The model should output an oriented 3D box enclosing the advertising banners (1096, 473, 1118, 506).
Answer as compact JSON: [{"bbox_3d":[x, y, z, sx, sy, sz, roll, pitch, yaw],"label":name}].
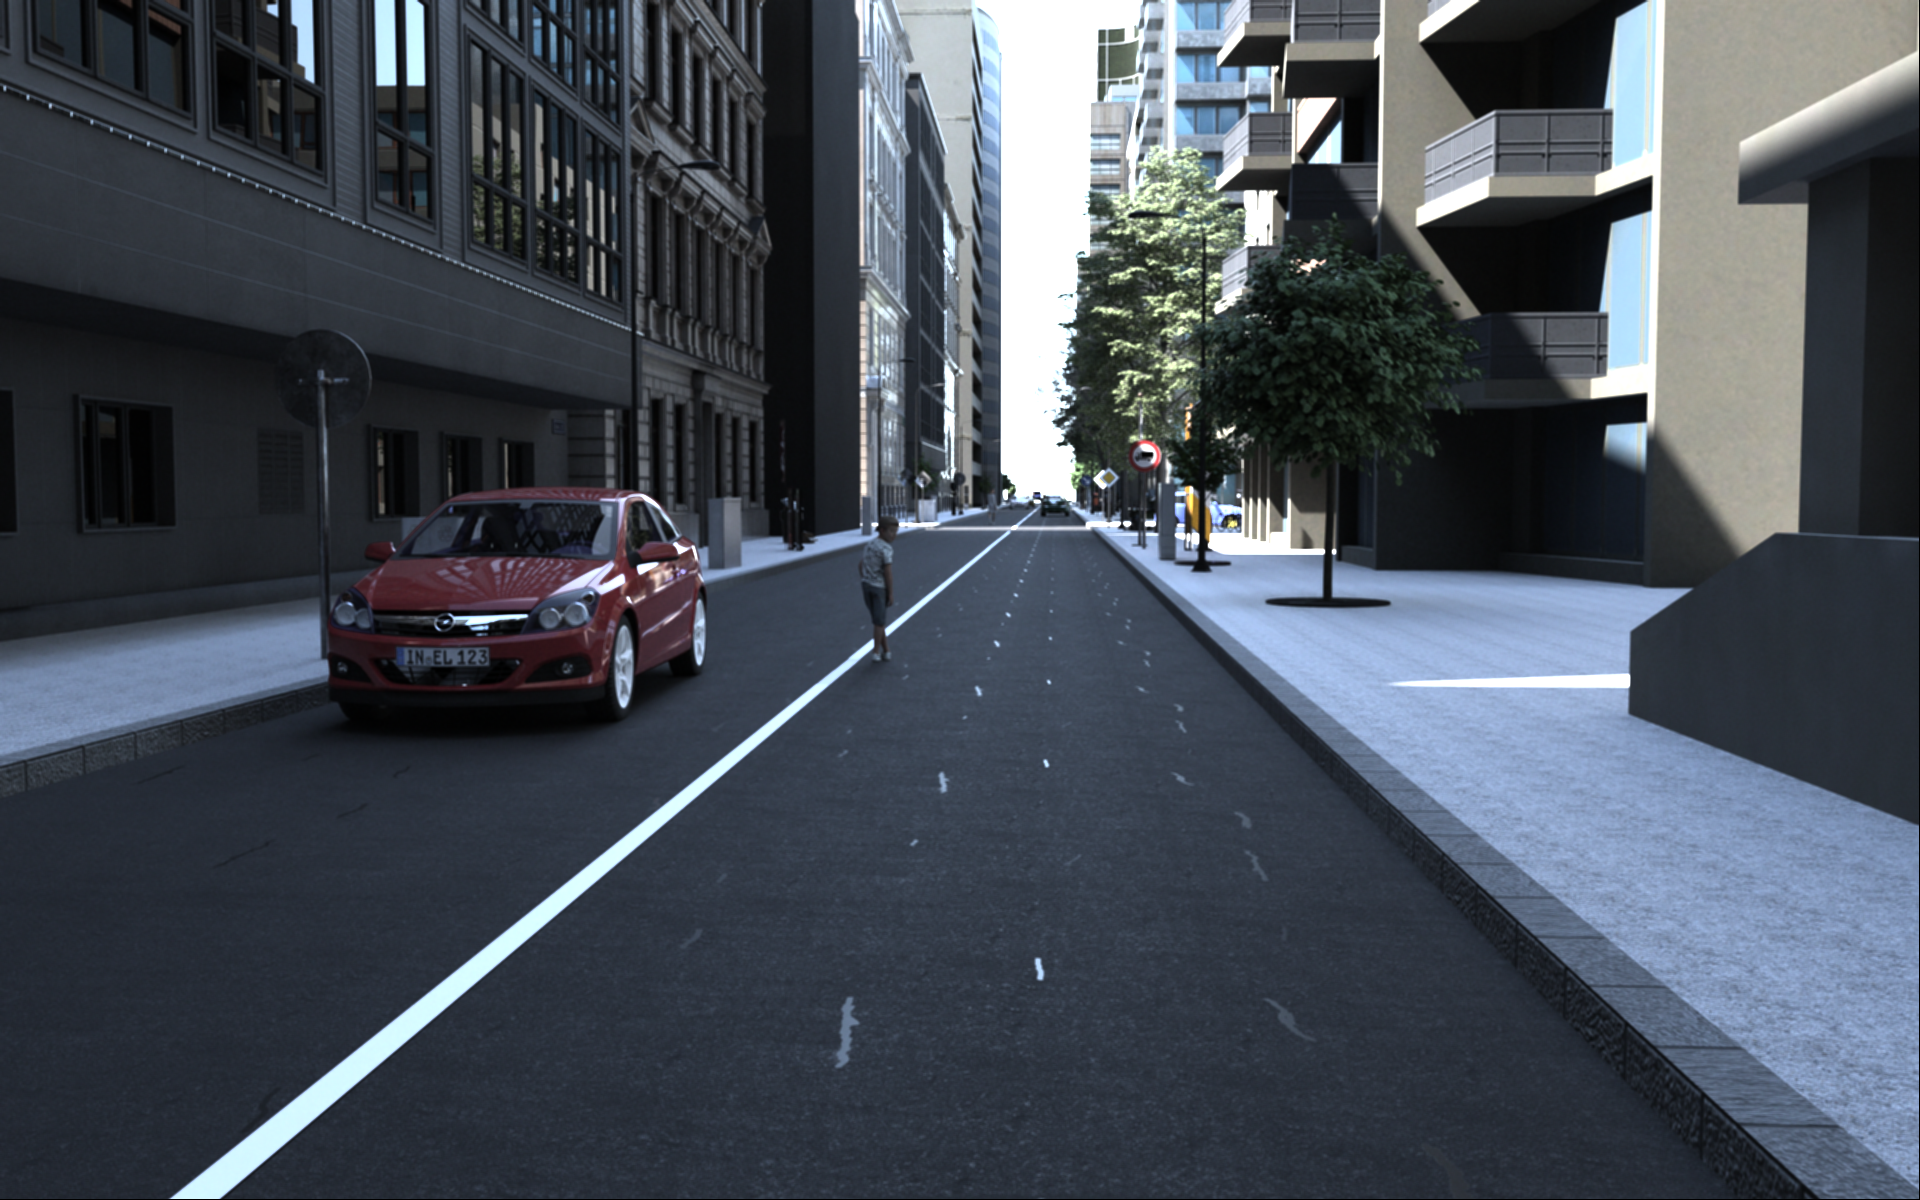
[{"bbox_3d":[12.004,-8.852,140.916,2.074,3.025,0.090,-1,4,-19],"label":"advertising banners"}]

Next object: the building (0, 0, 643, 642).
[{"bbox_3d":[-13.360,-13.834,19.687,14.314,27.812,24.014,0,4,3],"label":"building"}]

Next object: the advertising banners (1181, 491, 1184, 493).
[{"bbox_3d":[13.587,-6.659,105.066,0.090,3.025,2.074,0,4,-1],"label":"advertising banners"}]

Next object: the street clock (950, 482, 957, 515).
[{"bbox_3d":[-0.373,-6.114,104.527,0.358,2.002,0.471,2,4,31],"label":"street clock"}]

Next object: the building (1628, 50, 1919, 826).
[{"bbox_3d":[19.600,-18.911,1.074,32.217,40.220,23.993,0,4,3],"label":"building"}]

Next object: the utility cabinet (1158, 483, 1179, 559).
[{"bbox_3d":[4.101,-1.563,34.227,0.318,1.500,1.173,0,4,4],"label":"utility cabinet"}]

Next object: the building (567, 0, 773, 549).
[{"bbox_3d":[-10.792,-10.815,41.454,10.561,19.102,19.286,0,4,3],"label":"building"}]

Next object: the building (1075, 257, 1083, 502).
[{"bbox_3d":[26.942,-37.607,298.463,14.154,41.232,14.086,0,4,3],"label":"building"}]

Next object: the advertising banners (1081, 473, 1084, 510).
[{"bbox_3d":[9.936,-8.817,140.338,0.090,3.025,2.074,1,4,10],"label":"advertising banners"}]

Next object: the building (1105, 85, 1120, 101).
[{"bbox_3d":[26.858,-35.805,205.017,23.786,49.044,30.456,0,4,3],"label":"building"}]

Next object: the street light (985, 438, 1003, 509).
[{"bbox_3d":[2.774,-10.812,149.325,1.470,5.913,1.316,0,4,3],"label":"street light"}]

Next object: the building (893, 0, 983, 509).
[{"bbox_3d":[-9.031,-32.713,158.556,21.300,48.544,21.600,0,4,3],"label":"building"}]

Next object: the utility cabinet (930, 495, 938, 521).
[{"bbox_3d":[-1.242,-4.363,82.500,0.306,1.237,1.020,0,4,-5],"label":"utility cabinet"}]

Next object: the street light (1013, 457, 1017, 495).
[{"bbox_3d":[6.515,-15.079,219.080,1.470,5.913,1.316,0,4,3],"label":"street light"}]

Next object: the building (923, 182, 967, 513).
[{"bbox_3d":[-6.353,-20.415,131.044,12.463,27.353,25.104,0,4,3],"label":"building"}]

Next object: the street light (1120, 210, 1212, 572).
[{"bbox_3d":[3.456,-3.423,28.511,1.470,5.913,1.316,0,4,3],"label":"street light"}]

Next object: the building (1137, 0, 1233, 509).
[{"bbox_3d":[24.791,-31.258,130.669,23.786,49.044,30.456,0,4,3],"label":"building"}]

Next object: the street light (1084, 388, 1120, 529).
[{"bbox_3d":[5.408,-5.560,63.441,1.470,5.913,1.316,0,4,3],"label":"street light"}]

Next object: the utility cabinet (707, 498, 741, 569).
[{"bbox_3d":[-4.093,-1.159,30.105,0.306,1.237,1.020,1,4,10],"label":"utility cabinet"}]

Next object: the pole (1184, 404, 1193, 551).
[{"bbox_3d":[5.194,-2.779,39.281,0.158,3.312,0.155,0,3,0],"label":"pole"}]

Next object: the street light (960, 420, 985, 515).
[{"bbox_3d":[0.628,-8.304,108.306,1.470,5.913,1.316,0,4,3],"label":"street light"}]

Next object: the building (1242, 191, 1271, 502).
[{"bbox_3d":[29.895,-14.645,84.485,28.899,21.520,27.650,0,4,3],"label":"building"}]

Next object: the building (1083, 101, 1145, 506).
[{"bbox_3d":[20.546,-30.565,183.338,14.154,41.232,14.086,0,4,3],"label":"building"}]

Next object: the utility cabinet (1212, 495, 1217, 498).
[{"bbox_3d":[14.900,-5.684,104.094,1.020,1.237,0.306,0,4,-4],"label":"utility cabinet"}]

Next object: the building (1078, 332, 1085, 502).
[{"bbox_3d":[26.378,-31.350,284.266,14.160,30.474,14.107,0,4,3],"label":"building"}]

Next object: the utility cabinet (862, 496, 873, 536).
[{"bbox_3d":[-2.890,-2.624,54.071,0.306,1.237,1.020,0,3,0],"label":"utility cabinet"}]

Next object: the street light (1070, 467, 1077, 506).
[{"bbox_3d":[7.974,-8.469,111.012,1.470,5.913,1.316,0,4,3],"label":"street light"}]

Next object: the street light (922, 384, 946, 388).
[{"bbox_3d":[-1.287,-6.158,73.229,1.470,5.913,1.316,0,4,3],"label":"street light"}]

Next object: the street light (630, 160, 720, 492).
[{"bbox_3d":[-4.035,-3.165,24.289,1.470,5.913,1.316,0,4,3],"label":"street light"}]

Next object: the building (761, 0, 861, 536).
[{"bbox_3d":[-11.934,-13.975,58.174,15.834,23.373,12.332,0,4,3],"label":"building"}]

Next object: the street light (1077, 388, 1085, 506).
[{"bbox_3d":[5.976,-6.308,75.676,1.470,5.913,1.316,0,4,3],"label":"street light"}]

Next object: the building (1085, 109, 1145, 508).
[{"bbox_3d":[28.550,-28.846,163.506,32.217,40.220,23.993,0,4,3],"label":"building"}]

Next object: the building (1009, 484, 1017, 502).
[{"bbox_3d":[-6.644,-36.736,292.513,32.217,40.220,23.993,0,4,3],"label":"building"}]

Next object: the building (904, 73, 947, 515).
[{"bbox_3d":[-8.625,-19.084,105.534,14.314,27.812,24.014,0,4,3],"label":"building"}]

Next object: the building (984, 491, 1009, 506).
[{"bbox_3d":[-9.937,-33.813,244.725,32.217,40.220,23.993,0,4,3],"label":"building"}]

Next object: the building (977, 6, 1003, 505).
[{"bbox_3d":[-5.853,-40.686,207.213,21.231,58.520,28.212,0,4,3],"label":"building"}]

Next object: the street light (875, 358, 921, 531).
[{"bbox_3d":[-2.231,-5.318,59.492,1.470,5.913,1.316,0,4,3],"label":"street light"}]

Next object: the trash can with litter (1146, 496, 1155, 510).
[{"bbox_3d":[12.091,-5.985,109.236,1.055,1.170,0.624,-3,5,-40],"label":"trash can with litter"}]

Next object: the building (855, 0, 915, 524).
[{"bbox_3d":[-9.618,-18.202,83.502,13.634,28.700,20.117,0,4,3],"label":"building"}]

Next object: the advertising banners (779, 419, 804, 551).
[{"bbox_3d":[-3.887,-2.668,39.813,0.090,3.025,2.074,-1,4,-19],"label":"advertising banners"}]

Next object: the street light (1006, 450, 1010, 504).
[{"bbox_3d":[4.648,-12.944,184.170,1.470,5.913,1.316,0,4,3],"label":"street light"}]

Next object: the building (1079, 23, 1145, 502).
[{"bbox_3d":[28.729,-50.594,265.456,20.563,71.187,20.611,0,4,3],"label":"building"}]

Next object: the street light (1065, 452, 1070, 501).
[{"bbox_3d":[10.329,-11.094,153.931,1.470,5.913,1.316,0,4,3],"label":"street light"}]

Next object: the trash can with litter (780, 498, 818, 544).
[{"bbox_3d":[-4.182,-2.071,45.242,1.055,1.170,0.624,2,4,32],"label":"trash can with litter"}]

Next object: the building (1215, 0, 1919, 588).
[{"bbox_3d":[17.045,-23.295,35.493,22.147,44.769,28.867,0,4,3],"label":"building"}]
